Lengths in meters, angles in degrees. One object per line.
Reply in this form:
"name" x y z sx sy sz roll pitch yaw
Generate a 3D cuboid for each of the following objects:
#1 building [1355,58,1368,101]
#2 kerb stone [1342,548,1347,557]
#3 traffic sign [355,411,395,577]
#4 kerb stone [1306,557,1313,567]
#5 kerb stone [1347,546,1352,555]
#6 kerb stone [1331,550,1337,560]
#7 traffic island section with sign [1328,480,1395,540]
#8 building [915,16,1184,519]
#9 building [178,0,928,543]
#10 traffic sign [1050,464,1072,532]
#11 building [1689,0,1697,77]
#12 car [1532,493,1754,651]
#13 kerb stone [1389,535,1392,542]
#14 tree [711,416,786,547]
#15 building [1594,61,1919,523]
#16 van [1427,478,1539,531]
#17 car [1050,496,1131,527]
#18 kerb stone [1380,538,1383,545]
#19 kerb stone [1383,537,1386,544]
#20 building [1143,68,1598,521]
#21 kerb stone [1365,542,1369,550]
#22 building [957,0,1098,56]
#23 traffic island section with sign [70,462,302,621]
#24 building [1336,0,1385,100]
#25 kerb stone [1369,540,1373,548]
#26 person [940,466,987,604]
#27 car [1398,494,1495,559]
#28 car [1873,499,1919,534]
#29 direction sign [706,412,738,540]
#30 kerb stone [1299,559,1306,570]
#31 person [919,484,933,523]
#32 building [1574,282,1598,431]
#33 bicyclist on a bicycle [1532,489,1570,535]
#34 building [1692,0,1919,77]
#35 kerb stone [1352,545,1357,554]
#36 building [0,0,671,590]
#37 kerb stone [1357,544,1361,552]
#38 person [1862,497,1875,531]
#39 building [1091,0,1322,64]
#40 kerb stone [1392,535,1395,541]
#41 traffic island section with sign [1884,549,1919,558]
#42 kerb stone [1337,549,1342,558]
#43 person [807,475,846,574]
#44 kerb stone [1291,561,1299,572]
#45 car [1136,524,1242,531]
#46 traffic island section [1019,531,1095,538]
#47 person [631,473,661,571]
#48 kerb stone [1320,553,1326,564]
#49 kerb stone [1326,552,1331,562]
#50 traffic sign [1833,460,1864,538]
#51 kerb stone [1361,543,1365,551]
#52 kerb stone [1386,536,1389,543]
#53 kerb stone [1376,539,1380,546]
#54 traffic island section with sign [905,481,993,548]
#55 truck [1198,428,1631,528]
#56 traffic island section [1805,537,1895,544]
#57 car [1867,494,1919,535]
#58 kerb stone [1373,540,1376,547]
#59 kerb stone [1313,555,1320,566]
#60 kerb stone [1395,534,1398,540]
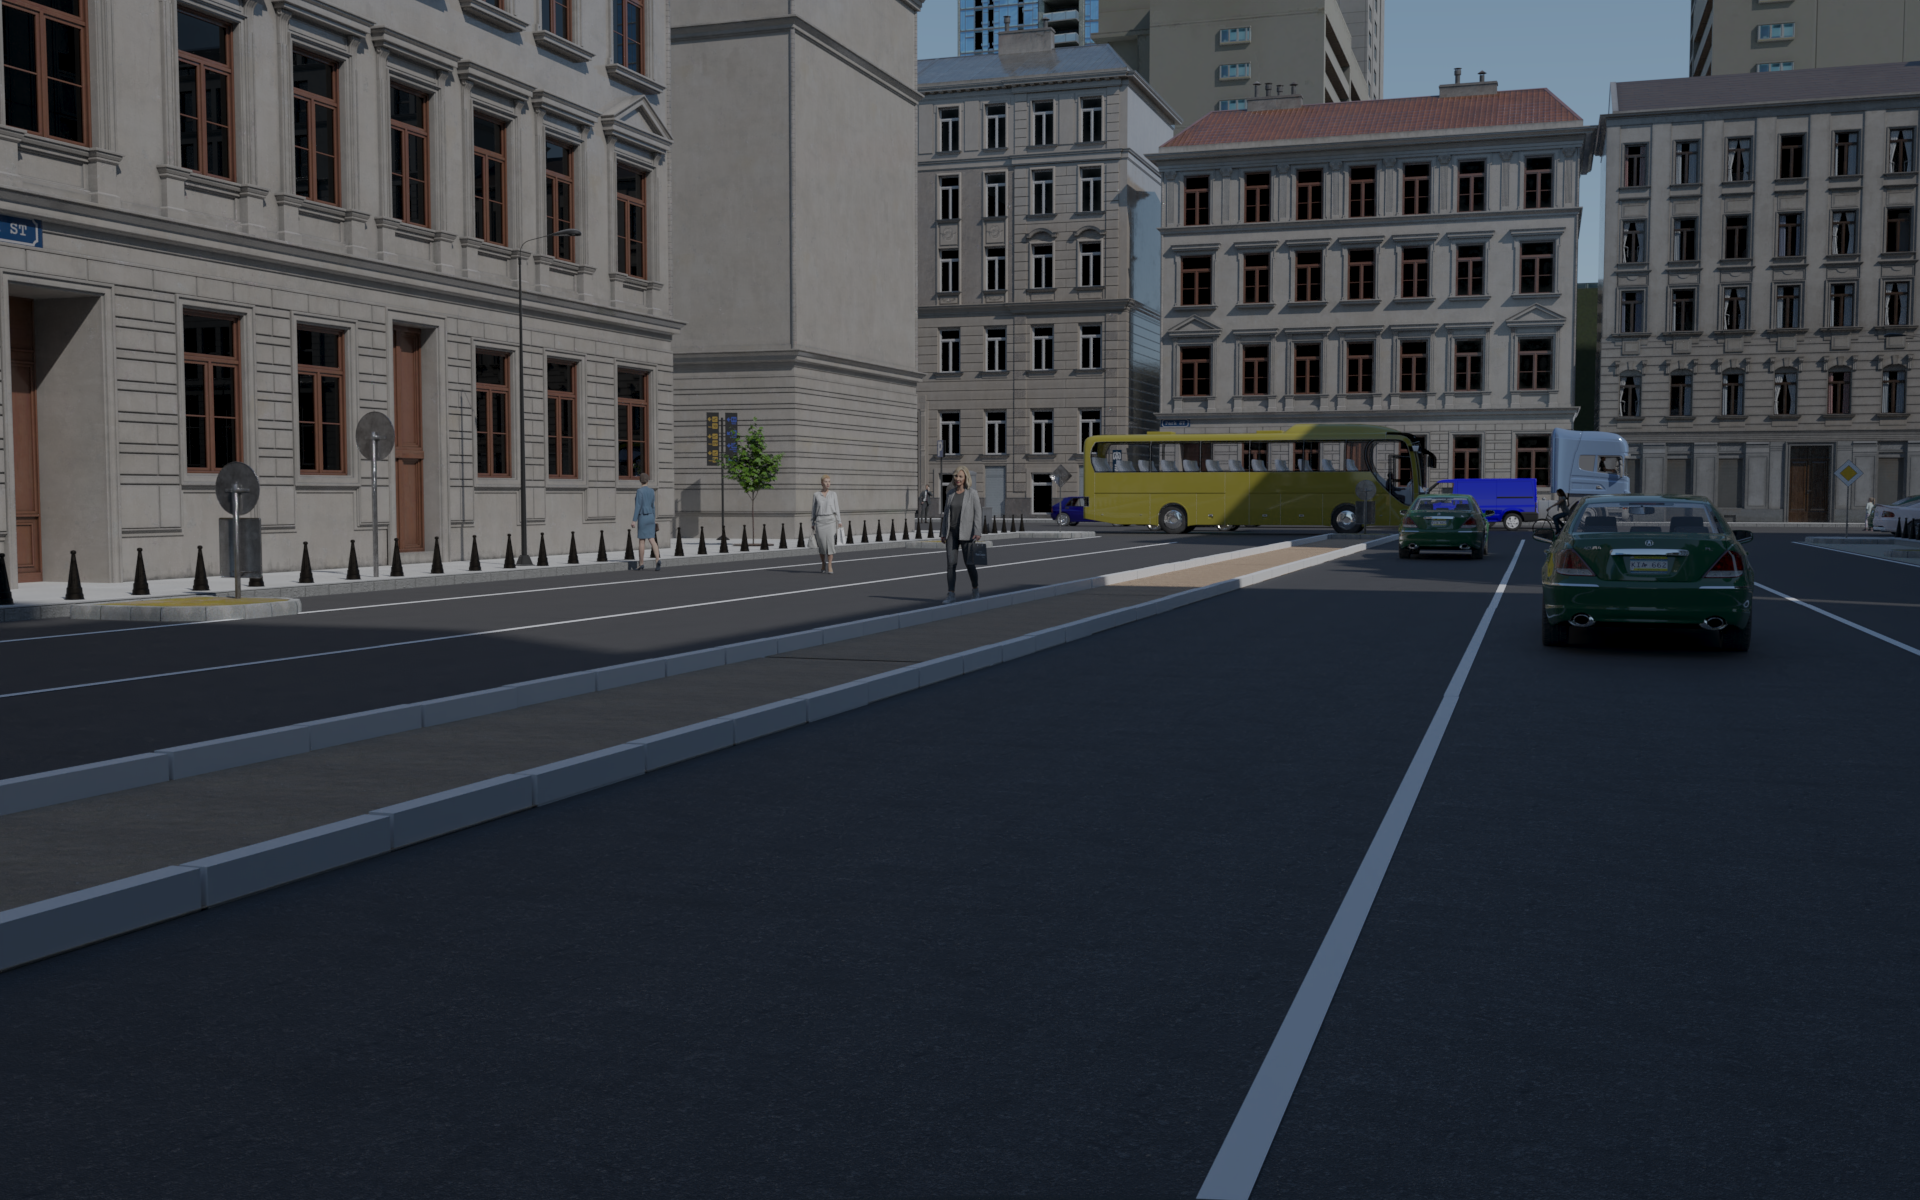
"building" 30.588 -34.112 181.428 21.300 48.544 21.600 1 4 19
"kerb stone" 8.688 -1.065 39.630 0.120 0.150 1.000 1 4 19
"traffic sign" -9.014 -1.624 26.662 0.768 2.556 0.104 2 4 23
"kerb stone" 6.712 -0.708 33.774 0.120 0.150 1.000 1 4 19
"kerb stone" 9.021 -1.126 40.600 0.120 0.150 1.000 1 4 19
"kerb stone" 8.030 -0.945 37.665 0.120 0.150 1.000 1 4 19
"traffic island section with sign" 12.851 -2.877 55.180 2.006 1.907 1.989 1 4 19
"building" -1.210 -18.318 96.765 25.104 27.353 12.463 1 4 19
"building" -12.337 -13.458 56.195 21.152 22.565 11.583 1 4 19
"traffic sign" 3.368 -3.328 58.056 0.795 2.450 0.064 1 4 19
"building" 86.894 -45.660 184.787 20.563 71.187 20.611 1 4 19
"car" 6.849 -0.343 17.404 2.131 1.459 4.920 1 4 20
"kerb stone" 12.638 -1.783 51.341 0.120 0.150 1.000 1 4 19
"tree" -5.006 -2.942 42.697 1.663 3.219 1.824 0 3 0
"building" 39.286 -14.174 80.897 18.267 20.994 9.793 1 4 19
"van" 20.135 -3.918 68.437 5.245 2.365 2.240 1 4 18
"car" 6.071 -3.951 77.175 3.894 1.354 1.945 1 4 21
"kerb stone" 11.656 -1.603 48.406 0.120 0.150 1.000 1 4 19
"kerb stone" 11.982 -1.663 49.378 0.120 0.150 1.000 1 4 19
"building" 20.940 -15.420 88.266 21.152 22.565 11.583 1 4 19
"kerb stone" 10.335 -1.361 44.496 0.120 0.150 1.000 1 4 19
"building" 12.801 -54.781 208.345 31.000 86.520 22.319 1 4 19
"traffic island section with sign" -8.990 -0.726 20.500 1.989 1.847 2.006 1 4 19
"building" 37.842 -46.696 201.725 20.611 71.187 20.563 1 4 19
"kerb stone" 10.667 -1.424 45.481 0.120 0.150 1.000 1 4 19
"person" 0.095 -0.858 22.713 0.709 1.800 0.728 2 4 30
"car" 11.114 -1.705 39.676 2.131 1.459 4.920 1 4 19
"car" 31.234 -2.553 54.107 4.827 1.381 2.083 1 4 17
"direction sign" -6.598 -3.432 48.114 0.876 3.537 0.379 -1 4 -23
"kerb stone" 6.379 -0.647 32.804 0.120 0.150 1.000 1 4 19
"person" -1.659 -4.707 84.823 0.648 1.900 0.474 -2 4 -25
"building" 81.384 -28.505 237.759 14.107 30.474 14.160 1 4 19
"bicyclist on a bicycle" 19.591 -2.856 56.723 1.625 1.676 1.499 1 4 18
"building" 73.211 -31.873 144.830 21.300 48.544 21.600 1 4 19
"kerb stone" 9.348 -1.185 41.573 0.120 0.150 1.000 1 4 19
"building" -14.654 -12.021 32.694 11.583 22.565 21.152 1 4 19
"kerb stone" 9.669 -1.245 42.548 0.120 0.150 1.000 1 4 19
"person" 35.454 -3.353 67.601 0.425 1.301 0.394 -3 5 -42
"building" 24.008 -32.829 160.463 21.300 48.544 21.600 1 4 19
"kerb stone" 12.961 -1.842 52.315 0.120 0.150 1.000 1 4 19
"traffic island section with sign" 22.021 -1.857 38.996 1.989 1.847 2.006 1 4 19
"kerb stone" 8.359 -1.006 38.650 0.120 0.150 1.000 1 4 19
"person" -2.385 -1.370 31.247 0.694 1.780 0.624 1 4 13
"kerb stone" 6.053 -0.589 31.824 0.120 0.150 1.000 1 4 19
"car" 9.140 -3.596 67.595 4.718 1.807 1.959 1 4 20
"traffic island section" 3.343 -2.192 58.126 2.009 0.180 2.903 1 4 19
"person" -5.850 -1.454 32.301 0.581 1.822 0.654 -3 5 -40
"kerb stone" 7.374 -0.827 35.716 0.120 0.150 1.000 1 4 19
"kerb stone" 7.695 -0.883 36.691 0.120 0.150 1.000 1 4 19
"traffic sign" 25.864 -2.864 50.474 0.795 2.450 0.064 1 4 19
"kerb stone" 10.001 -1.305 43.525 0.120 0.150 1.000 1 4 19
"kerb stone" 12.309 -1.723 50.369 0.120 0.150 1.000 1 4 19
"kerb stone" 11.317 -1.543 47.427 0.120 0.150 1.000 1 4 19
"traffic island section with sign" -0.205 -2.321 46.571 1.989 1.847 2.006 1 4 19
"truck" 18.821 -5.076 72.753 18.799 4.110 2.967 1 4 18
"traffic island section" 25.889 -1.729 50.543 2.009 0.180 2.903 1 4 19
"car" 33.621 -2.880 58.889 4.920 1.459 2.131 1 4 19
"kerb stone" 10.989 -1.484 46.455 0.120 0.150 1.000 1 4 19
"kerb stone" 7.045 -0.768 34.745 0.120 0.150 1.000 1 4 19
"kerb stone" 13.297 -1.901 53.284 0.120 0.150 1.000 1 4 19
